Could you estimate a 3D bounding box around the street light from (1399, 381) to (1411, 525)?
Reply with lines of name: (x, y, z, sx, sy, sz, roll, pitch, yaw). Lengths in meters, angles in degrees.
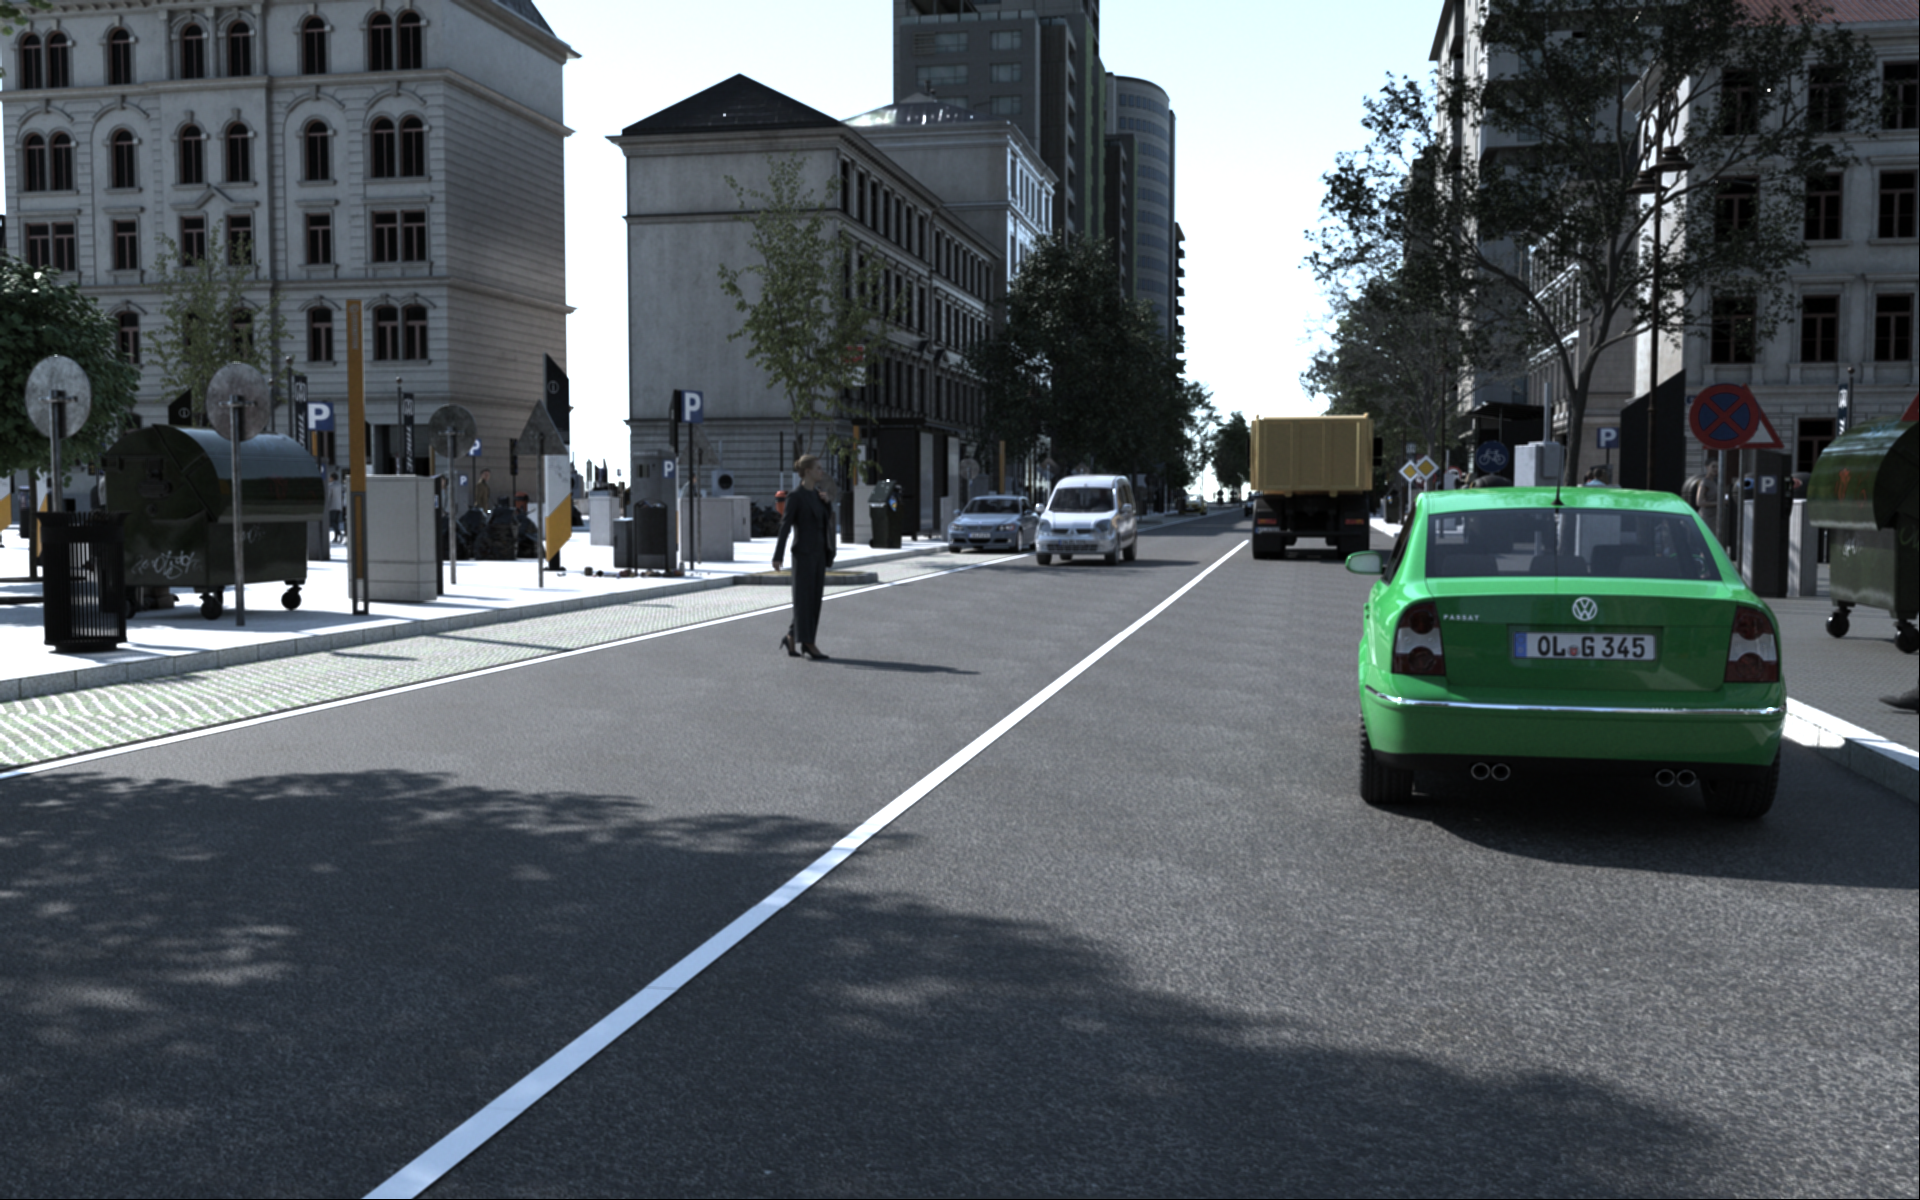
street light: (18.147, -5.990, 70.728, 0.468, 5.910, 1.993, 1, 4, 11)

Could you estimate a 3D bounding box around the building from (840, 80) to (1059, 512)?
building: (-1.174, -20.443, 120.144, 13.634, 28.700, 20.117, 1, 4, 11)

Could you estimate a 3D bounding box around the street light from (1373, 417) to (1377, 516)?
street light: (24.397, -7.887, 101.746, 0.468, 5.910, 1.993, 1, 4, 11)

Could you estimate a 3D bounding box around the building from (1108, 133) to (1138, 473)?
building: (12.003, -31.110, 192.236, 14.154, 41.232, 14.086, 1, 4, 11)

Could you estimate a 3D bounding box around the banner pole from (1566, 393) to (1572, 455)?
banner pole: (13.608, -2.982, 38.776, 0.401, 3.779, 0.863, 1, 4, 15)

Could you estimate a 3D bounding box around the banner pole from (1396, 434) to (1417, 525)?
banner pole: (18.698, -5.043, 72.465, 0.863, 3.779, 0.401, 3, 4, 38)

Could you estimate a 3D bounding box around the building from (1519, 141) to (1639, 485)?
building: (40.731, -15.822, 109.596, 10.553, 20.767, 40.483, 1, 4, 11)

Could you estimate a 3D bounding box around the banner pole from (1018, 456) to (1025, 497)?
banner pole: (2.988, -5.696, 83.149, 0.401, 3.779, 0.863, 2, 4, 32)

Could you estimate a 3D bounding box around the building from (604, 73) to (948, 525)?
building: (-7.855, -13.256, 81.360, 10.561, 19.102, 19.286, 1, 4, 11)

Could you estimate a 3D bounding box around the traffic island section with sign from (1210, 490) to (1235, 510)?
traffic island section with sign: (23.920, -9.179, 158.706, 1.989, 1.847, 2.006, 1, 4, 11)

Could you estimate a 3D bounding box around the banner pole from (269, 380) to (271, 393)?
banner pole: (-15.282, -2.936, 38.026, 0.863, 3.779, 0.401, 0, 4, 5)

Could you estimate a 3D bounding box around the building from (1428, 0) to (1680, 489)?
building: (63.783, -36.083, 179.194, 28.713, 52.752, 27.495, 1, 4, 11)

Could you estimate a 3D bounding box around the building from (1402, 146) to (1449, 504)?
building: (71.584, -37.417, 235.461, 21.300, 48.544, 21.600, 1, 4, 11)

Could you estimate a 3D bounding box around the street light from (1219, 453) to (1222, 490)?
street light: (29.541, -13.680, 196.462, 0.468, 5.910, 1.993, 1, 4, 11)

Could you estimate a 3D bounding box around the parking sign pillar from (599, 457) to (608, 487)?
parking sign pillar: (-26.115, -8.471, 126.965, 1.447, 3.967, 1.447, -1, 4, -21)

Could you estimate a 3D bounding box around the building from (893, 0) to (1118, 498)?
building: (5.544, -45.058, 174.955, 20.563, 71.187, 20.611, 1, 4, 11)

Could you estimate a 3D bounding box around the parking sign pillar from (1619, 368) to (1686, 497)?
parking sign pillar: (15.070, -3.010, 37.691, 1.447, 3.967, 1.447, 2, 4, 32)

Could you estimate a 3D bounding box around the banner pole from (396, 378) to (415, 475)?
banner pole: (-12.023, -2.910, 37.593, 0.401, 3.779, 0.863, 1, 4, 10)

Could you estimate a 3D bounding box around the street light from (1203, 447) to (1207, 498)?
street light: (23.428, -11.850, 166.527, 0.468, 5.910, 1.993, 1, 4, 11)

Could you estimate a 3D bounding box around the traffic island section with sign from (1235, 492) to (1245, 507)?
traffic island section with sign: (29.239, -10.796, 185.134, 1.989, 1.847, 2.006, 1, 4, 11)

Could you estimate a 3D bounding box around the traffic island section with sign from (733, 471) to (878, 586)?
traffic island section with sign: (-2.395, -1.176, 27.852, 1.989, 1.847, 2.006, 1, 4, 11)

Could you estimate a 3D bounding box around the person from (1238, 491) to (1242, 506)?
person: (32.544, -11.754, 201.391, 0.721, 1.736, 1.217, 2, 4, 23)

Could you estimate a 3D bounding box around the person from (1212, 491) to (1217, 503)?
person: (37.634, -15.279, 256.541, 1.217, 1.739, 0.721, 3, 4, 36)

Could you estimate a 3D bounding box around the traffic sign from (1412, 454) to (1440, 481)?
traffic sign: (13.657, -2.969, 50.732, 0.795, 2.593, 0.064, 1, 4, 11)

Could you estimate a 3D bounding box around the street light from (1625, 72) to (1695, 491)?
street light: (7.849, -2.861, 19.570, 0.468, 5.910, 1.993, 1, 4, 11)

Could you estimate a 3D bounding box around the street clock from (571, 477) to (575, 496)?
street clock: (-16.855, -4.291, 74.729, 0.358, 2.002, 0.471, 2, 4, 29)

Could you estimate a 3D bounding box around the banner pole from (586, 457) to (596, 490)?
banner pole: (-24.703, -7.716, 116.175, 0.863, 3.779, 0.401, -3, 4, -36)

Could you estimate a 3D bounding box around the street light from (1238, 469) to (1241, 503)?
street light: (40.019, -16.864, 248.513, 0.468, 5.910, 1.993, 1, 4, 11)

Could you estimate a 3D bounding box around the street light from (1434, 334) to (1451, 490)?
street light: (13.997, -4.733, 50.174, 0.468, 5.910, 1.993, 1, 4, 11)

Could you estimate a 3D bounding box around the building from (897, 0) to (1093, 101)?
building: (3.207, -28.180, 144.336, 14.154, 41.232, 14.086, 1, 4, 11)

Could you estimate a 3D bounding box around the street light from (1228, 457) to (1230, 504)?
street light: (33.939, -15.019, 218.355, 0.468, 5.910, 1.993, 1, 4, 11)

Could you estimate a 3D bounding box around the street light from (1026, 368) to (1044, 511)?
street light: (2.734, -5.540, 63.369, 0.468, 5.910, 1.993, 1, 4, 11)

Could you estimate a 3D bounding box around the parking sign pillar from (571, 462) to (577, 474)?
parking sign pillar: (-31.347, -9.239, 139.536, 1.447, 3.967, 1.447, -3, 5, -43)

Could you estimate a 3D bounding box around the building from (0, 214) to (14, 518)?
building: (-57.706, -13.624, 90.200, 16.811, 18.784, 16.820, 1, 4, 11)

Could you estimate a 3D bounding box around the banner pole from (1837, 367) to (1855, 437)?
banner pole: (17.610, -2.721, 34.498, 0.401, 3.779, 0.863, 0, 4, 7)

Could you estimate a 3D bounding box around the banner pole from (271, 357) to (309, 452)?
banner pole: (-12.235, -2.568, 32.010, 0.401, 3.779, 0.863, 0, 4, 8)

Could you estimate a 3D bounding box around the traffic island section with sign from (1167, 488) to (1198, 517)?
traffic island section with sign: (14.021, -6.166, 109.445, 1.989, 1.847, 2.006, 1, 4, 11)

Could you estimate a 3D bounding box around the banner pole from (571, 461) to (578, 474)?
banner pole: (-29.531, -8.730, 132.756, 0.863, 3.779, 0.401, -2, 4, -33)

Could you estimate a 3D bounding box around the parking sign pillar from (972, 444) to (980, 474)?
parking sign pillar: (0.747, -6.345, 92.215, 1.447, 3.967, 1.447, 1, 4, 12)

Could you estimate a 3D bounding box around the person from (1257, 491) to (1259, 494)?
person: (29.629, -10.042, 172.560, 0.599, 1.838, 0.709, -1, 4, -19)

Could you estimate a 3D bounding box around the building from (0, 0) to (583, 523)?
building: (-32.097, -18.130, 83.810, 23.554, 28.519, 14.401, 1, 4, 11)

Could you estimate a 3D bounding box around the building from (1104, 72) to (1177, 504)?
building: (18.595, -42.913, 243.632, 21.231, 58.520, 28.212, 1, 4, 11)

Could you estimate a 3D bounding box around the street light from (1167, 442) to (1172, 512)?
street light: (14.855, -9.211, 123.379, 0.468, 5.910, 1.993, 1, 4, 11)

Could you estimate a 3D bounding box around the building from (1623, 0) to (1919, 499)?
building: (37.810, -14.172, 67.868, 21.152, 22.565, 11.583, 1, 4, 11)

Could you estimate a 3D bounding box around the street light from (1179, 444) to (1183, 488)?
street light: (17.446, -10.007, 136.405, 0.468, 5.910, 1.993, 1, 4, 11)

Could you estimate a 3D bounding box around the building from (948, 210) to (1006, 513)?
building: (-4.202, -14.456, 100.987, 10.561, 19.102, 19.286, 1, 4, 11)

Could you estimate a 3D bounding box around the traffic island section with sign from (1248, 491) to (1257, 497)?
traffic island section with sign: (40.254, -14.144, 239.886, 1.989, 1.847, 2.006, 1, 4, 11)

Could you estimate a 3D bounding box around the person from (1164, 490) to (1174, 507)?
person: (20.730, -10.088, 171.699, 1.217, 1.743, 0.721, 3, 5, 43)

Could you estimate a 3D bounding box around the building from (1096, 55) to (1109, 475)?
building: (5.426, -29.030, 158.231, 14.154, 41.232, 14.086, 1, 4, 11)

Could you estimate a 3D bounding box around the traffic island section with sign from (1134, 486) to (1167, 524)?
traffic island section with sign: (8.703, -4.550, 83.018, 1.989, 1.847, 2.006, 1, 4, 11)

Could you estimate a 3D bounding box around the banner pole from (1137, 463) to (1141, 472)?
banner pole: (13.144, -8.418, 127.649, 0.863, 3.779, 0.401, -3, 5, -43)

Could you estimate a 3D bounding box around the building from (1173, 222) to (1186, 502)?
building: (23.745, -37.767, 272.119, 22.147, 44.769, 28.867, 1, 4, 11)

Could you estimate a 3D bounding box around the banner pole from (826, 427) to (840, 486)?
banner pole: (-4.767, -4.573, 64.786, 0.401, 3.779, 0.863, 3, 5, 44)

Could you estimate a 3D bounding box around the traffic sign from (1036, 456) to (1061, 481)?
traffic sign: (2.686, -3.105, 52.952, 0.795, 2.593, 0.064, 1, 4, 11)
